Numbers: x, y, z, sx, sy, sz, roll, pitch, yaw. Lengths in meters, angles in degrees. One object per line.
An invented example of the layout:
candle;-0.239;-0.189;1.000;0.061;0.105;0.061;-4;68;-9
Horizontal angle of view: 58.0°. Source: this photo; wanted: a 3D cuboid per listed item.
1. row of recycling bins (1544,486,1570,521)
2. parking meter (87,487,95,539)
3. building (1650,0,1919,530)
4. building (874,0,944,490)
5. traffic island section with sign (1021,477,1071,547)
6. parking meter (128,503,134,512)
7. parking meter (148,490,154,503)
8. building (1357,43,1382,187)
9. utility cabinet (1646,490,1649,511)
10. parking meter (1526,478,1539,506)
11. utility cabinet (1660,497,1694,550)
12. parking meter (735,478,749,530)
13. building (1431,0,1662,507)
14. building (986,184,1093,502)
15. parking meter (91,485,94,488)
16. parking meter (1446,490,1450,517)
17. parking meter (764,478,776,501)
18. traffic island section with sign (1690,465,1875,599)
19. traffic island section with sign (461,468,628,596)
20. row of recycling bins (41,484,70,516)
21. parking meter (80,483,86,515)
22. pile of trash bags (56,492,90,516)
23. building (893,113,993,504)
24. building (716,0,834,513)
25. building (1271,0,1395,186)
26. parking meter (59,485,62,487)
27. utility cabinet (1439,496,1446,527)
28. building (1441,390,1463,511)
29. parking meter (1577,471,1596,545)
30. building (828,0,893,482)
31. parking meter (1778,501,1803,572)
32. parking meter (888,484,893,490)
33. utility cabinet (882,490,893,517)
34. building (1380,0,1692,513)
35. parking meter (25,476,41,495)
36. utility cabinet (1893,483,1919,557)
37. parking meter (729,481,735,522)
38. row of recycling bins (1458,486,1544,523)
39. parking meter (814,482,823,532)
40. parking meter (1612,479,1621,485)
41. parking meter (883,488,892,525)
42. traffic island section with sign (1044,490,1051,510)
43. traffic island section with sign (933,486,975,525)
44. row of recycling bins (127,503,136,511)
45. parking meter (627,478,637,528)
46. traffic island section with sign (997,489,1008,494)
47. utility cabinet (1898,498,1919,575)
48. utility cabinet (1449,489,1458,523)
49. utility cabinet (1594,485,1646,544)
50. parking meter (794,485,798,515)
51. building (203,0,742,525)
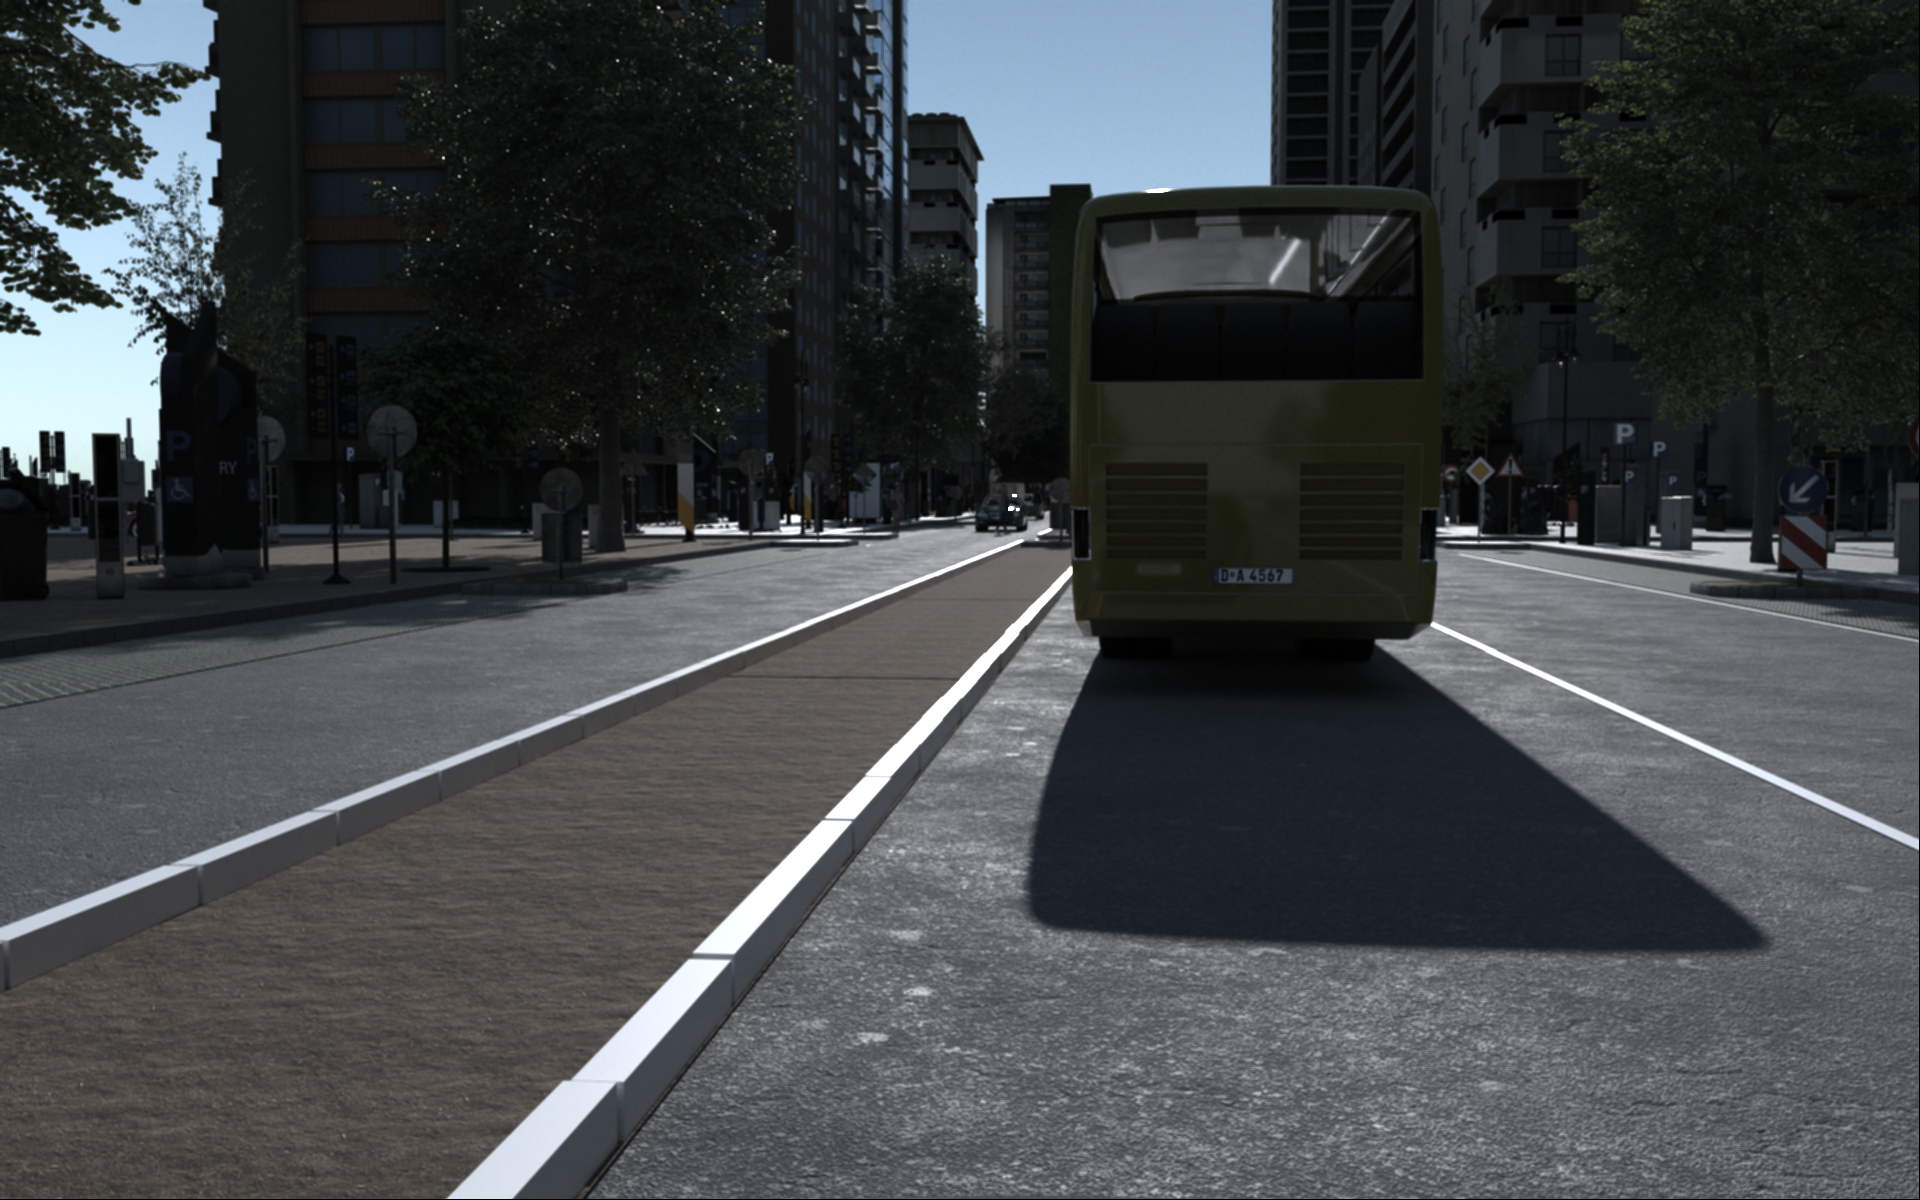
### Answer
row of recycling bins;29.047;-4.751;84.793;3.534;1.692;1.069;-3;5;-43
parking meter;-24.638;-2.502;49.315;0.372;1.533;0.369;0;3;0
building;40.533;-27.289;69.871;21.600;48.544;21.300;0;4;6
building;-17.960;-53.374;185.338;31.000;86.520;22.319;0;4;6
traffic island section with sign;2.721;-2.385;47.138;2.006;1.907;1.989;0;4;6
parking meter;-58.519;-6.960;122.203;0.372;1.533;0.369;0;3;0
parking meter;-52.295;-6.335;111.983;0.372;1.533;0.369;0;3;0
building;46.612;-31.759;169.366;14.600;45.320;14.200;0;4;6
utility cabinet;36.620;-5.199;93.675;1.173;1.500;0.318;0;4;3
parking meter;20.650;-3.473;62.491;0.399;1.863;0.255;1;4;12
utility cabinet;16.674;-1.783;40.313;0.306;1.237;1.020;0;4;-3
parking meter;-7.636;-3.397;61.258;0.399;1.863;0.255;1;4;11
building;45.264;-31.727;107.974;28.713;52.752;27.495;0;4;6
building;10.662;-33.502;231.344;14.086;41.232;14.154;0;4;6
parking meter;-55.942;-6.485;111.739;0.399;1.863;0.255;3;5;41
parking meter;27.127;-5.352;95.912;0.372;1.533;0.369;0;3;0
parking meter;-7.116;-3.615;64.816;0.399;1.863;0.255;-3;5;-40
traffic island section with sign;11.479;-0.966;24.418;1.989;1.847;2.006;0;4;6
traffic island section with sign;-5.946;-1.014;25.204;1.989;1.847;2.006;0;4;6
row of recycling bins;-38.635;-4.001;72.530;3.534;1.692;1.069;0;4;7
parking meter;-45.553;-5.140;89.752;0.255;1.863;0.399;1;4;18
pile of trash bags;-49.850;-5.406;98.137;1.912;1.369;3.447;3;5;44
building;-9.503;-39.814;240.202;27.495;52.752;28.713;0;4;6
building;-16.906;-28.761;120.359;14.600;45.320;14.200;0;4;6
building;52.209;-48.425;230.001;20.611;71.187;20.563;0;4;6
parking meter;-55.662;-6.222;107.438;0.399;1.863;0.255;-2;4;-33
utility cabinet;18.700;-3.511;68.567;0.306;1.237;1.020;-3;5;-41
building;43.517;-22.143;133.743;14.160;30.474;14.107;0;4;6
parking meter;15.841;-2.331;43.830;0.255;1.863;0.399;-3;5;-41
building;-18.677;-32.271;147.237;23.786;49.044;30.456;0;4;6
parking meter;13.669;-1.227;28.474;0.372;1.533;0.369;0;3;0
parking meter;-4.169;-6.069;104.935;0.399;1.863;0.255;3;5;45
utility cabinet;-3.893;-5.324;95.719;1.173;1.500;0.318;-3;5;-41
building;48.860;-32.255;151.067;21.300;48.544;21.600;0;4;6
parking meter;-13.475;-1.017;25.038;0.372;1.533;0.369;0;3;0
utility cabinet;19.037;-1.559;34.174;0.318;1.500;1.173;-1;4;-17
parking meter;-10.356;-4.490;79.119;0.255;1.863;0.399;-2;4;-34
row of recycling bins;23.818;-4.264;76.829;3.534;1.692;1.069;3;5;40
parking meter;-4.744;-3.203;58.075;0.255;1.863;0.399;-1;4;-17
parking meter;26.305;-3.896;69.403;0.255;1.863;0.399;-1;4;-10
parking meter;-3.058;-3.936;72.766;0.372;1.533;0.369;0;3;0
traffic island section with sign;7.986;-9.098;157.374;1.989;1.847;2.006;0;4;6
traffic island section with sign;-0.175;-4.364;79.976;1.989;1.847;2.006;0;4;6
row of recycling bins;-62.221;-7.468;129.219;1.069;1.692;3.534;-3;5;-41
parking meter;-11.632;-3.405;61.380;0.255;1.863;0.399;-2;4;-24
traffic island section with sign;2.679;-6.021;107.070;1.989;1.847;2.006;0;4;6
utility cabinet;15.368;-0.983;27.235;1.020;1.237;0.306;3;5;41
utility cabinet;21.737;-4.136;76.308;0.318;1.500;1.173;1;4;13
utility cabinet;16.796;-2.175;44.244;1.173;1.500;0.318;0;4;-4
parking meter;-10.261;-6.253;107.948;0.255;1.863;0.399;-1;4;-9
building;-23.278;-26.281;84.316;22.147;44.769;28.867;0;4;6
